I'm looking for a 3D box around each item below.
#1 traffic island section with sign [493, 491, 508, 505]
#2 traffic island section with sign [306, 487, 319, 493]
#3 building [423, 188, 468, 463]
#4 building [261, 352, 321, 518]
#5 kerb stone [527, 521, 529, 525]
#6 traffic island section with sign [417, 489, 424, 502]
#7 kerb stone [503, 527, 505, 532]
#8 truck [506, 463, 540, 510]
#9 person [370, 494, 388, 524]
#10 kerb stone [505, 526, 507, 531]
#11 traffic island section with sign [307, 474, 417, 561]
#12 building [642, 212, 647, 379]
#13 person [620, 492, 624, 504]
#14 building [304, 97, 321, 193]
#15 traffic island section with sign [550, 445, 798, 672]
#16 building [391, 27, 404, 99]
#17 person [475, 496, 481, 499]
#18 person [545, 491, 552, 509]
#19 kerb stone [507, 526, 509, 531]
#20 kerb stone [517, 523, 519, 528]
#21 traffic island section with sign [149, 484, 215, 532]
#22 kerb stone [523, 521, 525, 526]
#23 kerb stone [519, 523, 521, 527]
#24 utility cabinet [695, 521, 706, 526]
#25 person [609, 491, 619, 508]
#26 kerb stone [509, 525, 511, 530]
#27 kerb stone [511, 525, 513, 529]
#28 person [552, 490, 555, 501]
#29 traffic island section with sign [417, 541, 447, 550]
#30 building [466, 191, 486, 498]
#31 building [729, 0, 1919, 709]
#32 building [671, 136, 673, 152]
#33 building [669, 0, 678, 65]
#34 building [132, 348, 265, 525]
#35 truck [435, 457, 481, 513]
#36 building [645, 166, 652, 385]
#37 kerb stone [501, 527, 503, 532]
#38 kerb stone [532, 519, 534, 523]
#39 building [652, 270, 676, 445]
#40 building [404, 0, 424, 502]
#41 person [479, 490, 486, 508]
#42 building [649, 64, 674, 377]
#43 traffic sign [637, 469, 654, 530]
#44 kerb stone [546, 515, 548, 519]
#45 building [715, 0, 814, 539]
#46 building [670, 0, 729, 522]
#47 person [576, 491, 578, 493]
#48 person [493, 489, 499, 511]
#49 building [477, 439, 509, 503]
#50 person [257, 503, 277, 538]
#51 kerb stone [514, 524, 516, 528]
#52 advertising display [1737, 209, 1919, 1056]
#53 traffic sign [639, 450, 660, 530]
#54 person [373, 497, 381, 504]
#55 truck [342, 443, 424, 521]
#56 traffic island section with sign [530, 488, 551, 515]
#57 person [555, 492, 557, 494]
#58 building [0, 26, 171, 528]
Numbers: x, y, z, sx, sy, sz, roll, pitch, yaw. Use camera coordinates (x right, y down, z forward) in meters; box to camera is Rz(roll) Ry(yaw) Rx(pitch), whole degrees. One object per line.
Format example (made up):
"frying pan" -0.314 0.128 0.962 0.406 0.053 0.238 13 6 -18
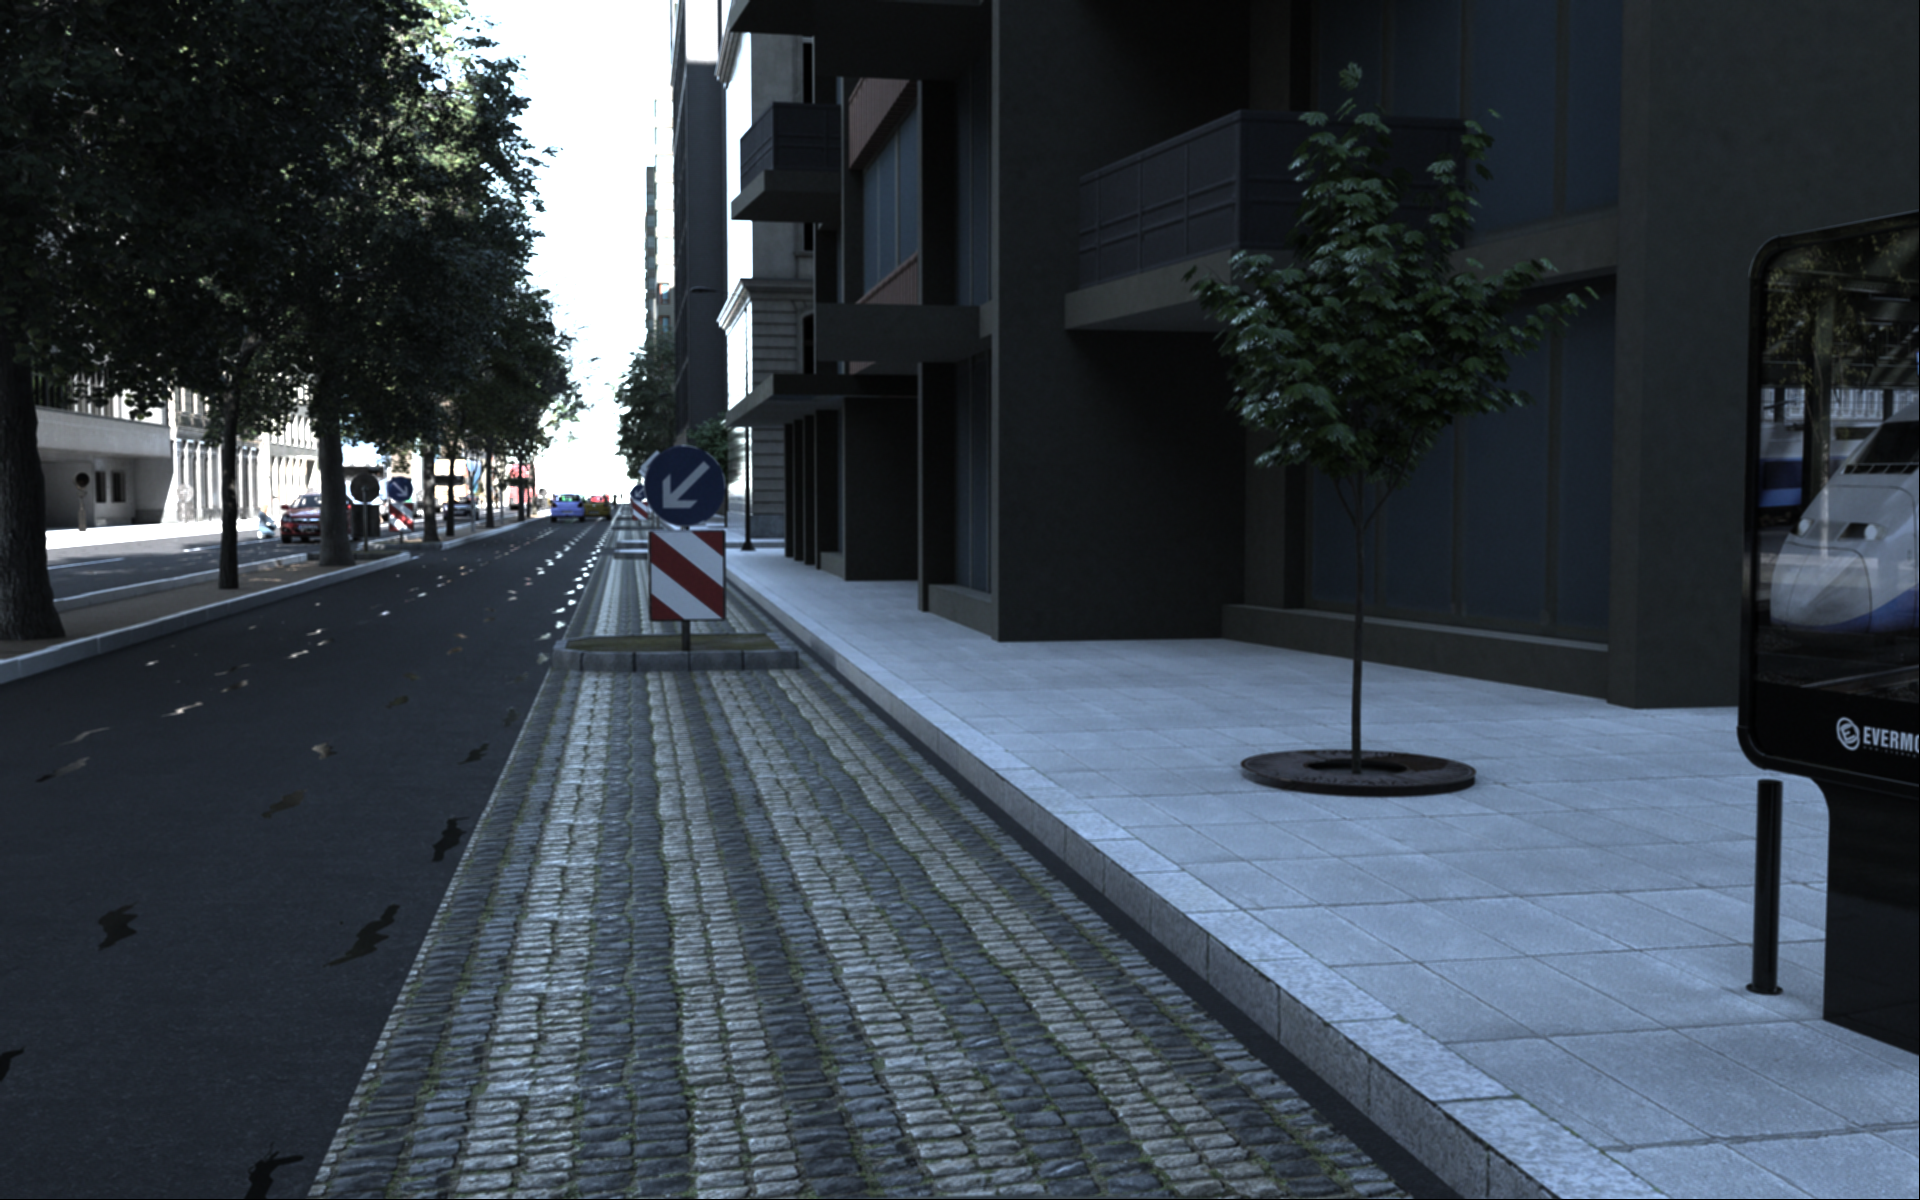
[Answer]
"traffic island section with sign" -59.452 -13.095 222.731 1.989 1.847 2.006 -1 4 -11
"traffic island section with sign" -34.386 -5.094 91.909 1.989 1.847 2.006 -1 4 -11
"building" -66.156 -33.915 204.614 14.600 45.320 14.200 -1 4 -11
"building" -42.946 -14.858 97.681 10.420 20.320 16.860 -1 4 -11
"kerb stone" -20.112 -3.526 79.919 0.120 0.150 1.000 -1 4 -11
"traffic island section with sign" -43.756 -8.085 140.815 1.989 1.847 2.006 -1 4 -11
"kerb stone" -17.214 -2.608 64.829 0.120 0.150 1.000 -1 4 -11
"truck" -39.363 -10.256 156.604 2.839 4.237 11.283 -1 4 -12
"person" -27.250 -4.476 81.907 1.509 1.804 0.699 -2 4 -24
"kerb stone" -17.404 -2.665 65.834 0.120 0.150 1.000 -1 4 -11
"traffic island section with sign" -13.198 -1.836 38.163 2.006 1.907 1.989 -1 4 -11
"building" -36.997 -37.300 264.472 22.147 44.769 28.867 -1 4 -11
"person" -47.881 -14.436 244.979 0.683 1.767 0.568 1 4 12
"building" -59.916 -26.537 125.759 32.217 40.220 23.993 -1 4 -11
"traffic island section with sign" -2.476 -0.378 14.814 1.989 1.847 2.006 -1 4 -11
"building" -54.747 -30.357 146.451 14.600 45.320 14.200 -1 4 -11
"person" -46.570 -9.665 166.604 1.350 1.814 0.705 3 5 39
"person" -39.224 -9.548 165.343 1.217 1.736 0.721 -1 4 -12
"kerb stone" -17.598 -2.731 66.840 0.120 0.150 1.000 -1 4 -11
"kerb stone" -18.756 -3.099 72.867 0.120 0.150 1.000 -1 4 -11
"traffic island section with sign" -29.284 -3.465 65.286 1.989 1.847 2.006 -1 4 -11
"kerb stone" -19.526 -3.346 76.907 0.120 0.150 1.000 -1 4 -11
"kerb stone" -18.945 -3.160 73.881 0.120 0.150 1.000 -1 4 -11
"utility cabinet" -10.693 -3.578 69.658 0.306 1.237 1.020 3 5 42
"person" -34.713 -10.072 173.909 0.721 1.736 1.217 3 4 39
"kerb stone" -17.792 -2.792 67.843 0.120 0.150 1.000 -1 4 -11
"kerb stone" -17.981 -2.854 68.853 0.120 0.150 1.000 -1 4 -11
"person" -37.050 -9.150 158.126 0.705 1.821 1.348 0 3 0
"traffic island section with sign" -14.583 -2.282 45.440 2.006 1.907 1.989 -1 4 -11
"building" -73.724 -34.899 225.218 22.147 44.769 28.867 -1 4 -11
"building" 8.216 -22.567 23.593 22.147 44.769 28.867 -1 4 -11
"building" -10.985 -19.764 110.529 14.401 28.519 23.554 -1 4 -11
"building" -22.770 -45.755 186.347 20.563 71.187 20.611 -1 4 -11
"building" -39.314 -14.150 80.505 9.793 20.994 18.267 -1 4 -11
"truck" -38.779 -8.843 133.488 2.839 4.237 11.283 -1 4 -9
"building" -32.511 -32.761 219.229 14.154 41.232 14.086 -1 4 -11
"kerb stone" -17.023 -2.543 63.822 0.120 0.150 1.000 -1 4 -11
"kerb stone" -20.877 -3.771 83.951 0.120 0.150 1.000 -1 4 -11
"building" -12.424 -18.675 150.368 27.650 21.520 28.899 -1 4 -11
"building" -63.100 -52.240 166.799 22.319 86.520 31.000 -1 4 -11
"person" -49.532 -10.436 179.227 1.348 1.812 0.705 1 4 9
"building" -22.722 -29.728 169.641 14.154 41.232 14.086 -1 4 -11
"traffic sign" -8.324 -2.646 46.902 0.795 2.450 0.064 -1 4 -11
"kerb stone" -23.580 -4.640 98.057 0.120 0.150 1.000 -1 4 -11
"building" 9.625 -14.574 57.362 34.723 24.649 14.460 -1 4 -11
"building" -7.000 -17.959 87.143 14.314 27.812 24.014 -1 4 -11
"person" -35.600 -9.281 160.958 1.217 1.735 0.721 0 4 8
"person" -39.536 -8.531 147.620 0.705 1.869 1.348 -2 4 -28
"building" -81.511 -25.010 253.945 27.650 21.520 28.899 -1 4 -11
"person" -22.591 -2.611 56.688 0.738 1.151 1.012 0 4 -7
"kerb stone" -18.373 -2.976 70.859 0.120 0.150 1.000 -1 4 -11
"advertising display" 2.207 0.074 4.010 0.123 1.923 0.974 -1 4 -17
"traffic sign" -6.821 -2.166 39.059 0.795 2.450 0.064 -1 4 -11
"person" -27.210 -4.302 80.651 0.330 1.601 0.589 1 4 16
"truck" -32.257 -6.544 96.759 2.967 4.110 18.799 -1 4 -11
"traffic island section with sign" -28.737 -6.795 119.238 2.006 1.907 1.989 -1 4 -11
"person" -57.651 -14.526 246.514 0.721 1.766 1.217 -1 4 -8
"building" -37.160 -14.507 56.250 14.314 24.678 30.058 -1 4 -11
